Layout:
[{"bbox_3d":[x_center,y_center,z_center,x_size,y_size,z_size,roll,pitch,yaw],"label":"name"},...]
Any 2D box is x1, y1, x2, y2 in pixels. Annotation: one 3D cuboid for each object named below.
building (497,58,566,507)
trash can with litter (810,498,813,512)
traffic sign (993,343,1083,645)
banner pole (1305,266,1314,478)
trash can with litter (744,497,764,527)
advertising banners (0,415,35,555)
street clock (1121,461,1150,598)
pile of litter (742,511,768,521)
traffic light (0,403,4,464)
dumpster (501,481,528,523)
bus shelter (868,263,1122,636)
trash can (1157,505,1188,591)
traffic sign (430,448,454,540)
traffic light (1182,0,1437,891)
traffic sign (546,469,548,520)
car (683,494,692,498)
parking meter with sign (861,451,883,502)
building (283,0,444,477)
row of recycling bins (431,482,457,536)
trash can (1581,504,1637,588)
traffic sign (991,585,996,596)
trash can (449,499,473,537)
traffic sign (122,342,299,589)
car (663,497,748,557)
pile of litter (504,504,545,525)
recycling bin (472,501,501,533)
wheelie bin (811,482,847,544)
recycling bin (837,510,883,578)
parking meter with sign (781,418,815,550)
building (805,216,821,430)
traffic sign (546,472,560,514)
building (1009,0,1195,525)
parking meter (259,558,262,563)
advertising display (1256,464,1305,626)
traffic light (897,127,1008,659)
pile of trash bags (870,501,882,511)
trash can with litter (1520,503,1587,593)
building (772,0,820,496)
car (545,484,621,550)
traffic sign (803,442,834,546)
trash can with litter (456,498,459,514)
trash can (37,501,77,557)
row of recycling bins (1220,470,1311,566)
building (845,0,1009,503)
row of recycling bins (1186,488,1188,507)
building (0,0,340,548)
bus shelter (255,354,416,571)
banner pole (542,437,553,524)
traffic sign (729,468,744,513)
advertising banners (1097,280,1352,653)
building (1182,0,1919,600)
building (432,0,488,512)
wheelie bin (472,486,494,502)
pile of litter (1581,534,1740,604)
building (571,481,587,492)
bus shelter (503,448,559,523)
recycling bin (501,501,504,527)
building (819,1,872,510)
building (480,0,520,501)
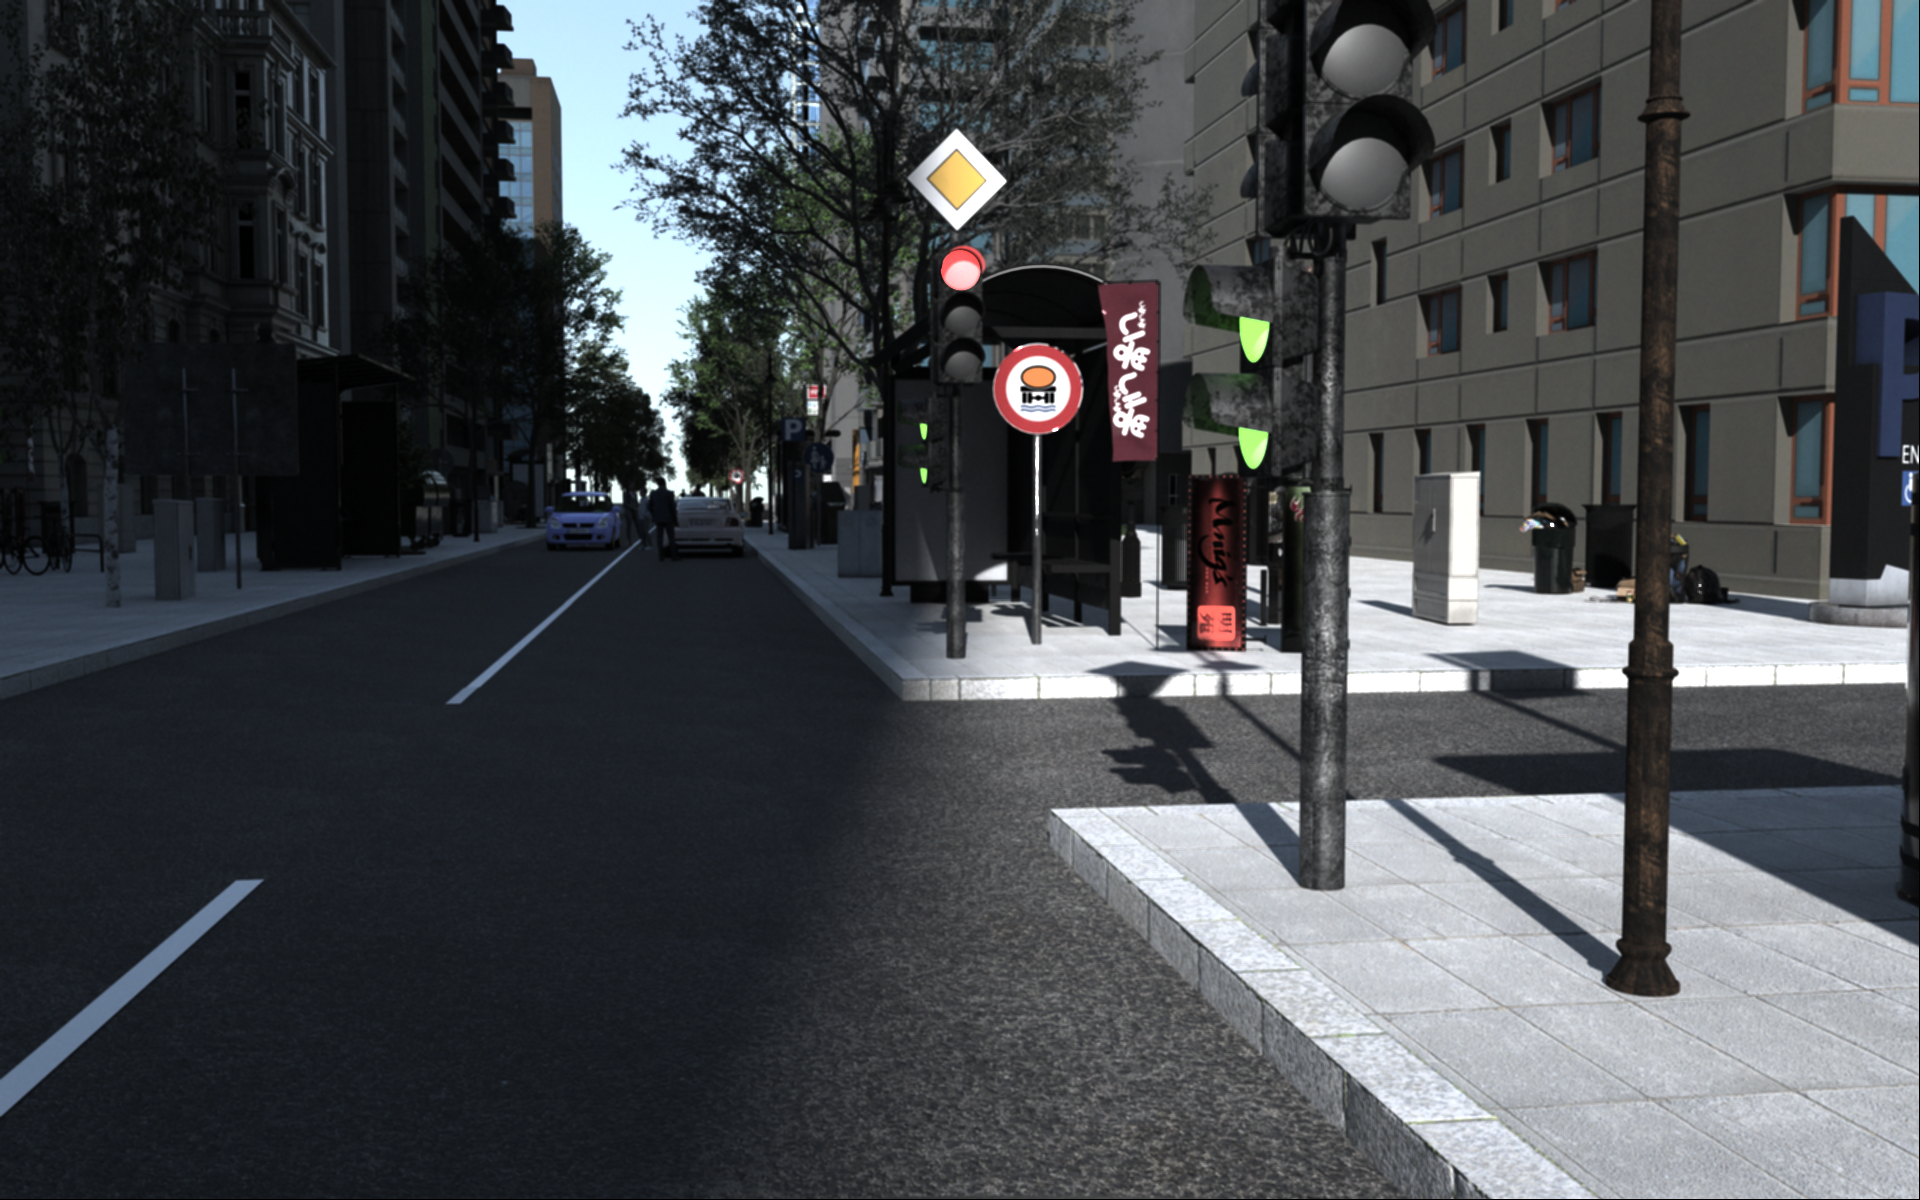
[{"bbox_3d":[-49.206,-32.531,181.993,14.600,45.320,14.200,-1,4,-9],"label":"building"},{"bbox_3d":[-4.514,-2.388,50.439,0.624,1.170,1.055,1,4,16],"label":"trash can with litter"},{"bbox_3d":[0.657,-0.894,14.724,0.768,2.556,0.104,0,4,-4],"label":"traffic sign"},{"bbox_3d":[3.882,-1.795,19.365,0.401,3.779,0.863,1,4,11],"label":"banner pole"},{"bbox_3d":[-8.026,-3.403,67.027,0.624,1.170,1.055,-3,4,-38],"label":"trash can with litter"},{"bbox_3d":[-20.345,-2.523,37.443,0.090,3.025,2.074,-1,4,-9],"label":"advertising banners"},{"bbox_3d":[2.127,-1.037,21.519,0.358,2.002,0.471,-3,4,-37],"label":"street clock"},{"bbox_3d":[-9.916,-4.296,84.201,1.719,0.858,1.176,-1,4,-22],"label":"pile of litter"},{"bbox_3d":[-7.324,-1.431,12.313,0.839,4.253,0.868,-1,4,-9],"label":"traffic light"},{"bbox_3d":[-19.193,-4.235,75.007,1.264,1.857,1.865,-1,4,-9],"label":"dumpster"},{"bbox_3d":[0.328,-1.468,17.926,2.014,3.302,5.546,-1,4,-9],"label":"bus shelter"},{"bbox_3d":[3.008,-0.707,23.213,0.748,1.137,0.748,0,3,0],"label":"trash can"},{"bbox_3d":[-14.348,-2.920,47.844,0.768,2.556,0.104,0,4,-3],"label":"traffic sign"},{"bbox_3d":[1.165,-1.017,5.553,0.839,4.253,0.868,-1,4,-9],"label":"traffic light"},{"bbox_3d":[-20.615,-5.277,86.380,0.768,2.556,0.104,0,4,-7],"label":"traffic sign"},{"bbox_3d":[-17.588,-6.280,114.483,2.131,1.459,4.920,0,4,-7],"label":"car"},{"bbox_3d":[-3.137,-4.580,71.150,1.738,3.016,0.543,-1,4,-15],"label":"parking meter with sign"},{"bbox_3d":[-35.630,-24.901,90.720,14.154,41.232,14.086,-1,4,-9],"label":"building"},{"bbox_3d":[-16.415,-2.873,54.089,1.069,1.692,3.534,0,4,-8],"label":"row of recycling bins"},{"bbox_3d":[8.928,-0.744,23.825,0.748,1.137,0.748,0,3,0],"label":"trash can"},{"bbox_3d":[0.426,-1.328,21.716,0.884,2.594,0.081,0,4,-5],"label":"traffic sign"},{"bbox_3d":[-14.932,-2.455,51.785,0.748,1.137,0.748,0,3,0],"label":"trash can"},{"bbox_3d":[-10.089,-1.802,23.344,2.265,3.308,0.079,0,4,-5],"label":"traffic sign"},{"bbox_3d":[-6.031,-1.740,40.805,2.083,1.381,4.827,0,4,-7],"label":"car"},{"bbox_3d":[-18.322,-3.584,72.570,1.719,0.858,1.176,1,4,10],"label":"pile of litter"},{"bbox_3d":[-15.684,-2.723,57.082,0.722,1.027,0.722,0,4,0],"label":"recycling bin"},{"bbox_3d":[-3.395,-2.237,44.484,0.980,1.594,0.693,-3,4,-37],"label":"wheelie bin"},{"bbox_3d":[-1.478,-0.877,26.899,0.722,1.027,0.722,1,4,10],"label":"recycling bin"},{"bbox_3d":[-3.726,-2.700,40.403,0.543,3.016,1.738,0,4,5],"label":"parking meter with sign"},{"bbox_3d":[-5.635,-31.393,205.164,32.217,40.220,23.993,-1,4,-9],"label":"building"},{"bbox_3d":[-20.136,-5.161,85.575,0.795,2.450,0.064,0,4,-8],"label":"traffic sign"},{"bbox_3d":[15.365,-23.697,79.333,32.217,40.220,23.993,-1,4,-9],"label":"building"},{"bbox_3d":[-12.990,-1.477,32.564,0.372,1.533,0.369,0,3,0],"label":"parking meter"},{"bbox_3d":[3.179,-0.730,17.157,0.123,1.923,0.974,2,4,32],"label":"advertising display"},{"bbox_3d":[-0.051,-1.500,13.445,0.839,4.253,0.868,-1,4,-9],"label":"traffic light"},{"bbox_3d":[-1.669,-2.385,48.741,1.912,1.369,3.447,1,4,19],"label":"pile of trash bags"},{"bbox_3d":[7.749,-0.681,22.519,0.624,1.170,1.055,3,4,37],"label":"trash can with litter"},{"bbox_3d":[-13.923,-56.183,231.261,22.319,86.520,31.000,-1,4,-9],"label":"building"},{"bbox_3d":[-9.798,-2.178,45.201,1.945,1.707,3.694,0,4,-7],"label":"car"},{"bbox_3d":[-3.485,-2.604,42.687,0.768,2.556,0.104,0,4,-3],"label":"traffic sign"},{"bbox_3d":[-17.968,-2.988,60.242,1.055,1.170,0.624,1,4,21],"label":"trash can with litter"},{"bbox_3d":[-18.570,-1.468,35.654,0.748,1.137,0.748,0,3,0],"label":"trash can"},{"bbox_3d":[5.576,-1.498,31.597,1.069,1.692,3.534,-1,4,-22],"label":"row of recycling bins"},{"bbox_3d":[4.934,-30.242,114.058,23.786,49.044,30.456,-1,4,-9],"label":"building"},{"bbox_3d":[7.881,-2.653,50.494,1.069,1.692,3.534,-2,4,-32],"label":"row of recycling bins"},{"bbox_3d":[-29.509,-14.529,56.634,14.460,24.649,34.723,-1,4,-9],"label":"building"},{"bbox_3d":[-11.379,-2.487,31.941,1.731,3.624,6.357,-1,4,-9],"label":"bus shelter"},{"bbox_3d":[-17.886,-5.211,75.210,0.401,3.779,0.863,-3,5,-42],"label":"banner pole"},{"bbox_3d":[-11.024,-5.225,85.534,0.768,2.556,0.104,0,4,-2],"label":"traffic sign"},{"bbox_3d":[2.126,-1.095,14.084,2.074,3.025,0.090,1,4,17],"label":"advertising banners"},{"bbox_3d":[22.535,-11.682,36.046,28.899,21.520,27.650,-1,4,-9],"label":"building"},{"bbox_3d":[-41.888,-29.593,107.555,21.300,48.544,21.600,-1,4,-9],"label":"building"},{"bbox_3d":[-17.859,-3.475,64.725,0.980,1.594,0.693,0,4,-3],"label":"wheelie bin"},{"bbox_3d":[8.345,-0.406,20.608,1.719,0.858,1.176,2,4,26],"label":"pile of litter"},{"bbox_3d":[-65.225,-32.542,223.944,32.217,40.220,23.993,-1,4,-9],"label":"building"},{"bbox_3d":[-19.652,-5.240,79.603,2.014,3.302,5.546,-1,4,-9],"label":"bus shelter"},{"bbox_3d":[-18.046,-3.332,67.035,0.722,1.027,0.722,-1,4,-14],"label":"recycling bin"},{"bbox_3d":[-1.002,-36.727,142.481,21.231,58.520,28.212,-1,4,-9],"label":"building"},{"bbox_3d":[-45.999,-29.229,132.522,22.147,44.769,28.867,-1,4,-9],"label":"building"}]
